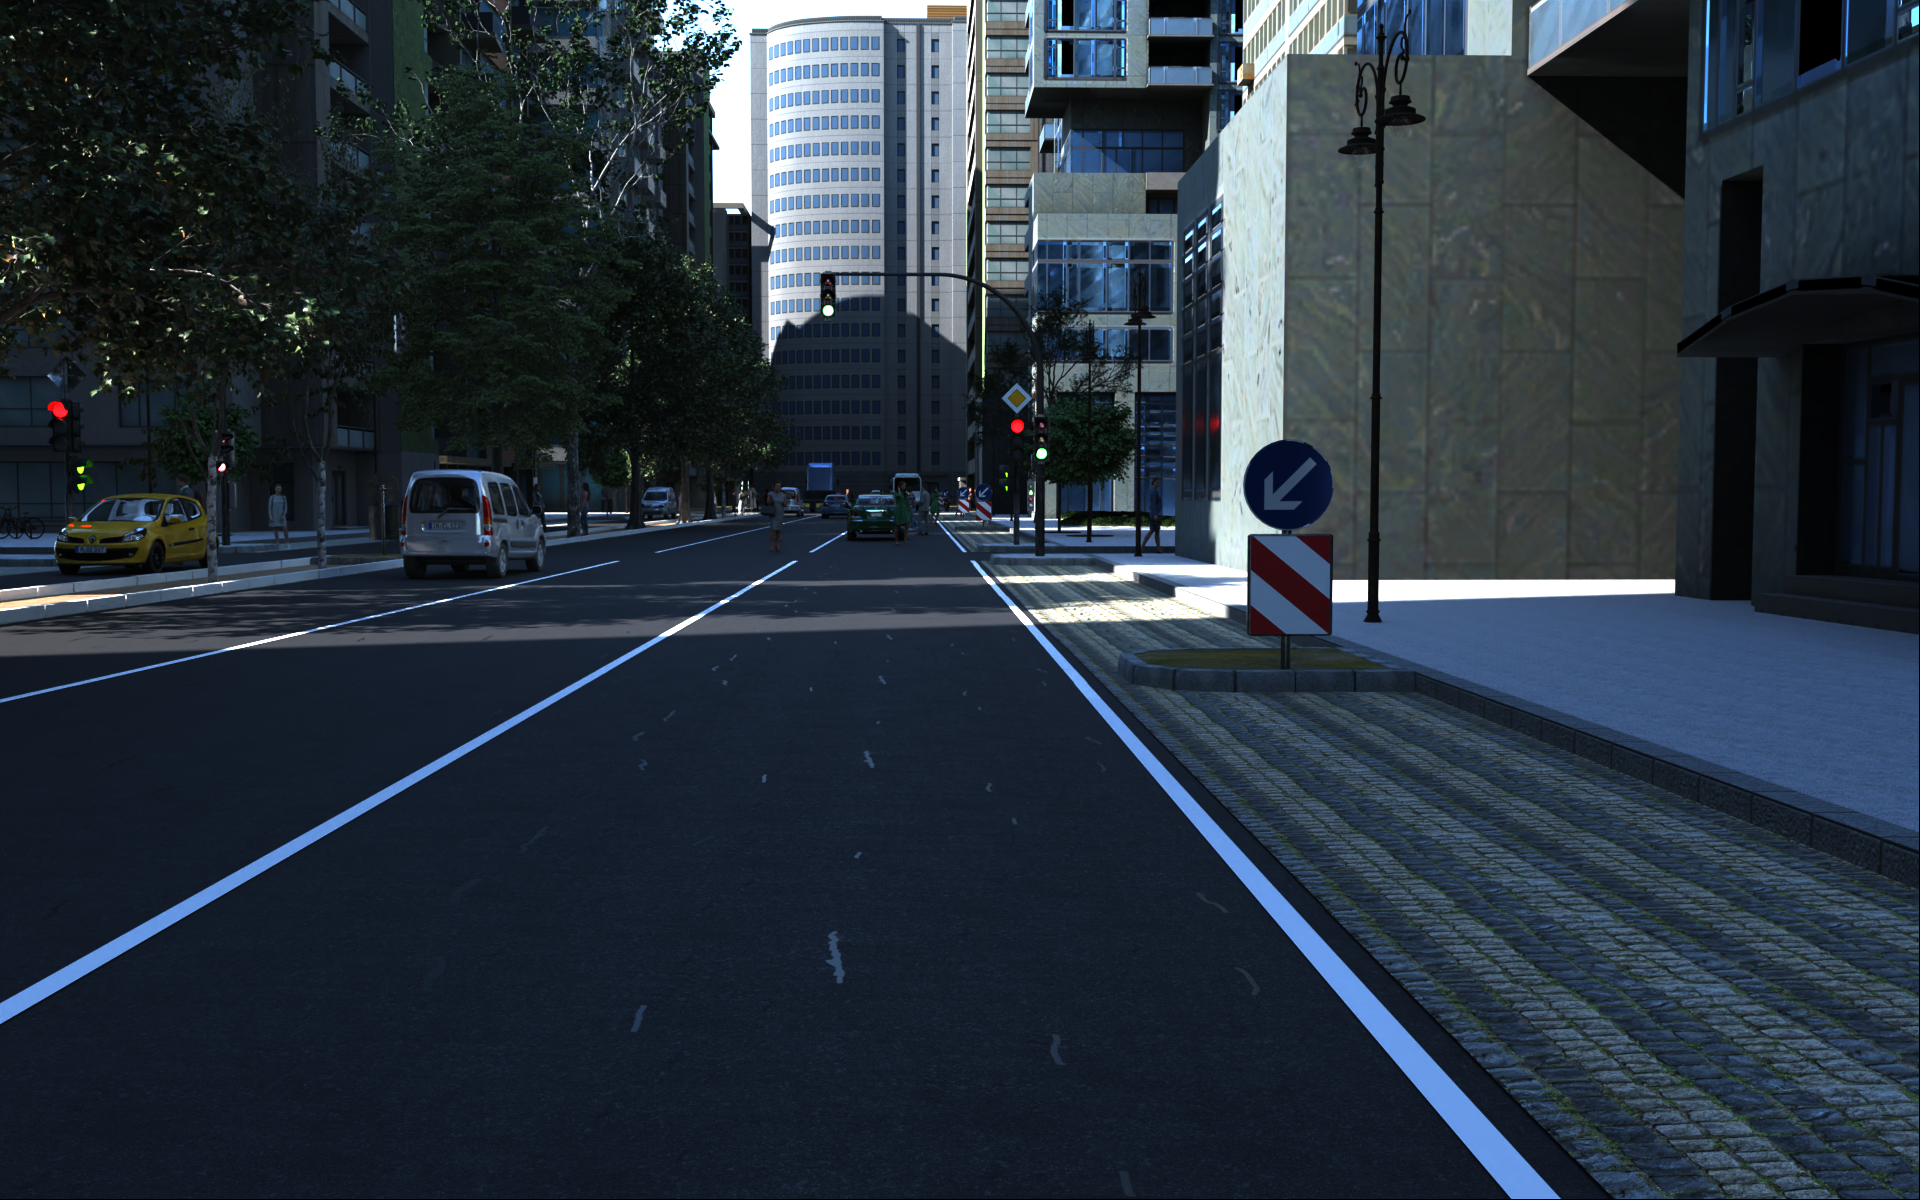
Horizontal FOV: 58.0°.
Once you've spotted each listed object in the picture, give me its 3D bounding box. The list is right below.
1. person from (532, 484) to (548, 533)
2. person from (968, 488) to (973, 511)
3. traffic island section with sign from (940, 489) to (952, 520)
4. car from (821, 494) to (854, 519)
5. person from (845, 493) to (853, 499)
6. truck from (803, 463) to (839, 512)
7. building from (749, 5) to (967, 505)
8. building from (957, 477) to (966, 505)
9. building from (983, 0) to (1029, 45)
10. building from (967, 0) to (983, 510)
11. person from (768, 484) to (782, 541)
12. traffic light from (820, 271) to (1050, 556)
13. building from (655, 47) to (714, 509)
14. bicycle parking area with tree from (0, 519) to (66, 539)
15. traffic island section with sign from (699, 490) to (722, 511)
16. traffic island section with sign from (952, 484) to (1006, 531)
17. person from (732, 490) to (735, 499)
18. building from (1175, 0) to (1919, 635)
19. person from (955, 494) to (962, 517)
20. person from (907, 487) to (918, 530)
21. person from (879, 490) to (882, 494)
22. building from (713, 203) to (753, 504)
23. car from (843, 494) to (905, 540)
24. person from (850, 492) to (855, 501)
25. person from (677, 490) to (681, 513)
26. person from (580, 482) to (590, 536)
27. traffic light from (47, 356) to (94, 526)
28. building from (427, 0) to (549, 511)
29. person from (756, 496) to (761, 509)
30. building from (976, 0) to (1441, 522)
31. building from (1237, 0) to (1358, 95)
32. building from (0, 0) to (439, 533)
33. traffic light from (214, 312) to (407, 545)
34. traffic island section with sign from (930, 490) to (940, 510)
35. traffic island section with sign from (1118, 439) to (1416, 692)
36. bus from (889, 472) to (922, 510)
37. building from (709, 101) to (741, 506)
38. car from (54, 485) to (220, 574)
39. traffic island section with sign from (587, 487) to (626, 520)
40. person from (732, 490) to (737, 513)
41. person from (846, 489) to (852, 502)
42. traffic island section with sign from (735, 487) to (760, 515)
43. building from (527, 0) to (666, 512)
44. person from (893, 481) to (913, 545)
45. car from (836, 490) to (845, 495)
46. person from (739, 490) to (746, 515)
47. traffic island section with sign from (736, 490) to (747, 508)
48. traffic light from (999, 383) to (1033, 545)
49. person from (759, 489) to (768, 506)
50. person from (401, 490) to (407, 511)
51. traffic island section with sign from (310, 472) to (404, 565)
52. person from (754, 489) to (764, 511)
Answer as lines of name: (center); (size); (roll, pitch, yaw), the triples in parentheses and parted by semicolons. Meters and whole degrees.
person: (-14.295, -3.083, 59.187); (0.573, 1.790, 0.520); (0, 4, 1)
person: (0.875, -7.581, 130.520); (0.617, 1.759, 0.750); (-2, 4, -35)
traffic island section with sign: (0.068, -5.307, 95.399); (1.989, 1.847, 2.006); (0, 4, -2)
car: (-7.217, -5.519, 102.233); (2.014, 1.417, 4.499); (0, 4, 0)
person: (-10.565, -9.411, 162.506); (1.348, 1.807, 0.705); (2, 4, 29)
truck: (-11.793, -9.414, 143.675); (2.967, 4.110, 18.799); (0, 4, -2)
building: (-11.143, -41.027, 212.790); (28.212, 58.520, 21.231); (0, 4, -2)
building: (15.946, -30.045, 183.116); (32.217, 40.220, 23.993); (0, 4, -2)
building: (8.594, -27.099, 126.656); (14.154, 41.232, 14.086); (0, 4, -2)
building: (11.551, -31.877, 144.887); (21.300, 48.544, 21.600); (0, 4, -2)
person: (-5.630, -2.682, 52.622); (0.520, 1.790, 0.573); (1, 4, 10)
traffic light: (-0.461, -3.725, 35.569); (4.771, 5.953, 1.251); (0, 4, -2)
building: (-30.079, -28.839, 155.107); (14.154, 41.232, 14.086); (0, 4, -2)
bicycle parking area with tree: (-29.766, -3.720, 47.828); (9.016, 4.147, 8.231); (1, 4, 21)
traffic island section with sign: (-20.804, -8.372, 145.513); (1.989, 1.847, 2.006); (0, 4, -2)
traffic island section with sign: (0.795, -3.659, 68.454); (1.989, 1.847, 2.006); (0, 4, -2)
person: (-25.620, -11.544, 195.509); (0.721, 1.735, 1.217); (0, 4, -6)
building: (16.071, -43.167, 18.449); (22.319, 86.520, 31.000); (0, 4, -2)
person: (0.028, -5.794, 103.586); (0.623, 1.781, 0.721); (3, 4, 36)
person: (-1.888, -3.610, 68.361); (0.643, 1.720, 0.563); (-1, 4, -21)
person: (-5.653, -7.082, 125.012); (1.217, 1.735, 0.721); (2, 4, 24)
building: (-37.467, -32.147, 217.485); (23.993, 40.220, 32.217); (0, 4, -2)
car: (-2.649, -2.641, 54.978); (2.131, 1.459, 4.920); (0, 4, -3)
person: (-10.514, -9.721, 168.908); (0.415, 1.643, 0.593); (3, 5, 40)
person: (-21.257, -7.511, 131.966); (0.621, 1.740, 0.551); (1, 4, 9)
person: (-12.568, -3.027, 58.003); (0.388, 1.821, 0.555); (0, 4, -8)
traffic light: (-18.126, -2.832, 35.221); (0.839, 4.253, 0.868); (0, 4, -2)
building: (-34.104, -26.669, 90.665); (22.147, 44.769, 28.867); (0, 4, -2)
person: (-19.865, -9.736, 168.408); (1.217, 1.735, 0.721); (-2, 4, -29)
building: (12.686, -48.273, 101.932); (22.319, 86.520, 31.000); (0, 4, -2)
building: (23.125, -22.483, 59.473); (23.993, 40.220, 32.217); (0, 4, -2)
building: (-27.768, -23.114, 61.511); (14.154, 41.232, 14.086); (0, 4, -2)
traffic light: (-16.252, -4.197, 43.294); (4.771, 5.953, 1.251); (0, 4, -2)
traffic island section with sign: (-1.292, -8.398, 145.939); (1.989, 1.847, 2.006); (0, 4, -2)
traffic island section with sign: (2.265, -0.290, 13.375); (1.989, 1.847, 2.006); (0, 4, -2)
bus: (-5.055, -10.128, 160.458); (2.948, 3.499, 13.247); (0, 4, -3)
building: (-38.775, -32.264, 182.137); (28.867, 44.769, 22.147); (0, 4, -2)
car: (-15.336, -1.352, 32.329); (2.015, 1.641, 3.980); (0, 4, -2)
traffic island section with sign: (-19.464, -5.308, 95.412); (1.989, 1.847, 2.006); (0, 4, -2)
person: (-16.215, -7.064, 124.799); (0.445, 1.727, 0.742); (-2, 4, -24)
person: (-7.782, -6.858, 121.178); (0.434, 1.755, 0.990); (1, 4, 12)
traffic island section with sign: (-14.307, -6.736, 118.267); (2.006, 1.907, 1.989); (0, 4, -2)
building: (-34.762, -31.369, 132.485); (23.786, 49.044, 30.456); (0, 4, -2)
person: (-1.644, -2.469, 49.123); (0.600, 1.795, 0.529); (-3, 5, -41)
car: (-13.336, -10.800, 185.257); (2.281, 1.827, 5.304); (0, 4, -3)
person: (-14.711, -6.590, 116.790); (0.519, 1.759, 0.362); (-2, 4, -24)
traffic island section with sign: (-21.532, -10.020, 172.458); (1.989, 1.847, 2.006); (0, 4, -2)
traffic light: (1.413, -3.353, 43.749); (0.839, 4.253, 0.868); (0, 4, -2)
person: (-15.185, -7.789, 135.808); (0.705, 1.831, 1.348); (3, 5, 40)
person: (-16.201, -2.610, 51.273); (0.679, 1.850, 0.850); (-2, 4, -35)
traffic island section with sign: (-12.085, -1.689, 35.751); (2.006, 1.907, 1.989); (0, 4, -2)
person: (-17.231, -8.437, 146.426); (1.348, 1.826, 0.705); (-1, 4, -22)
